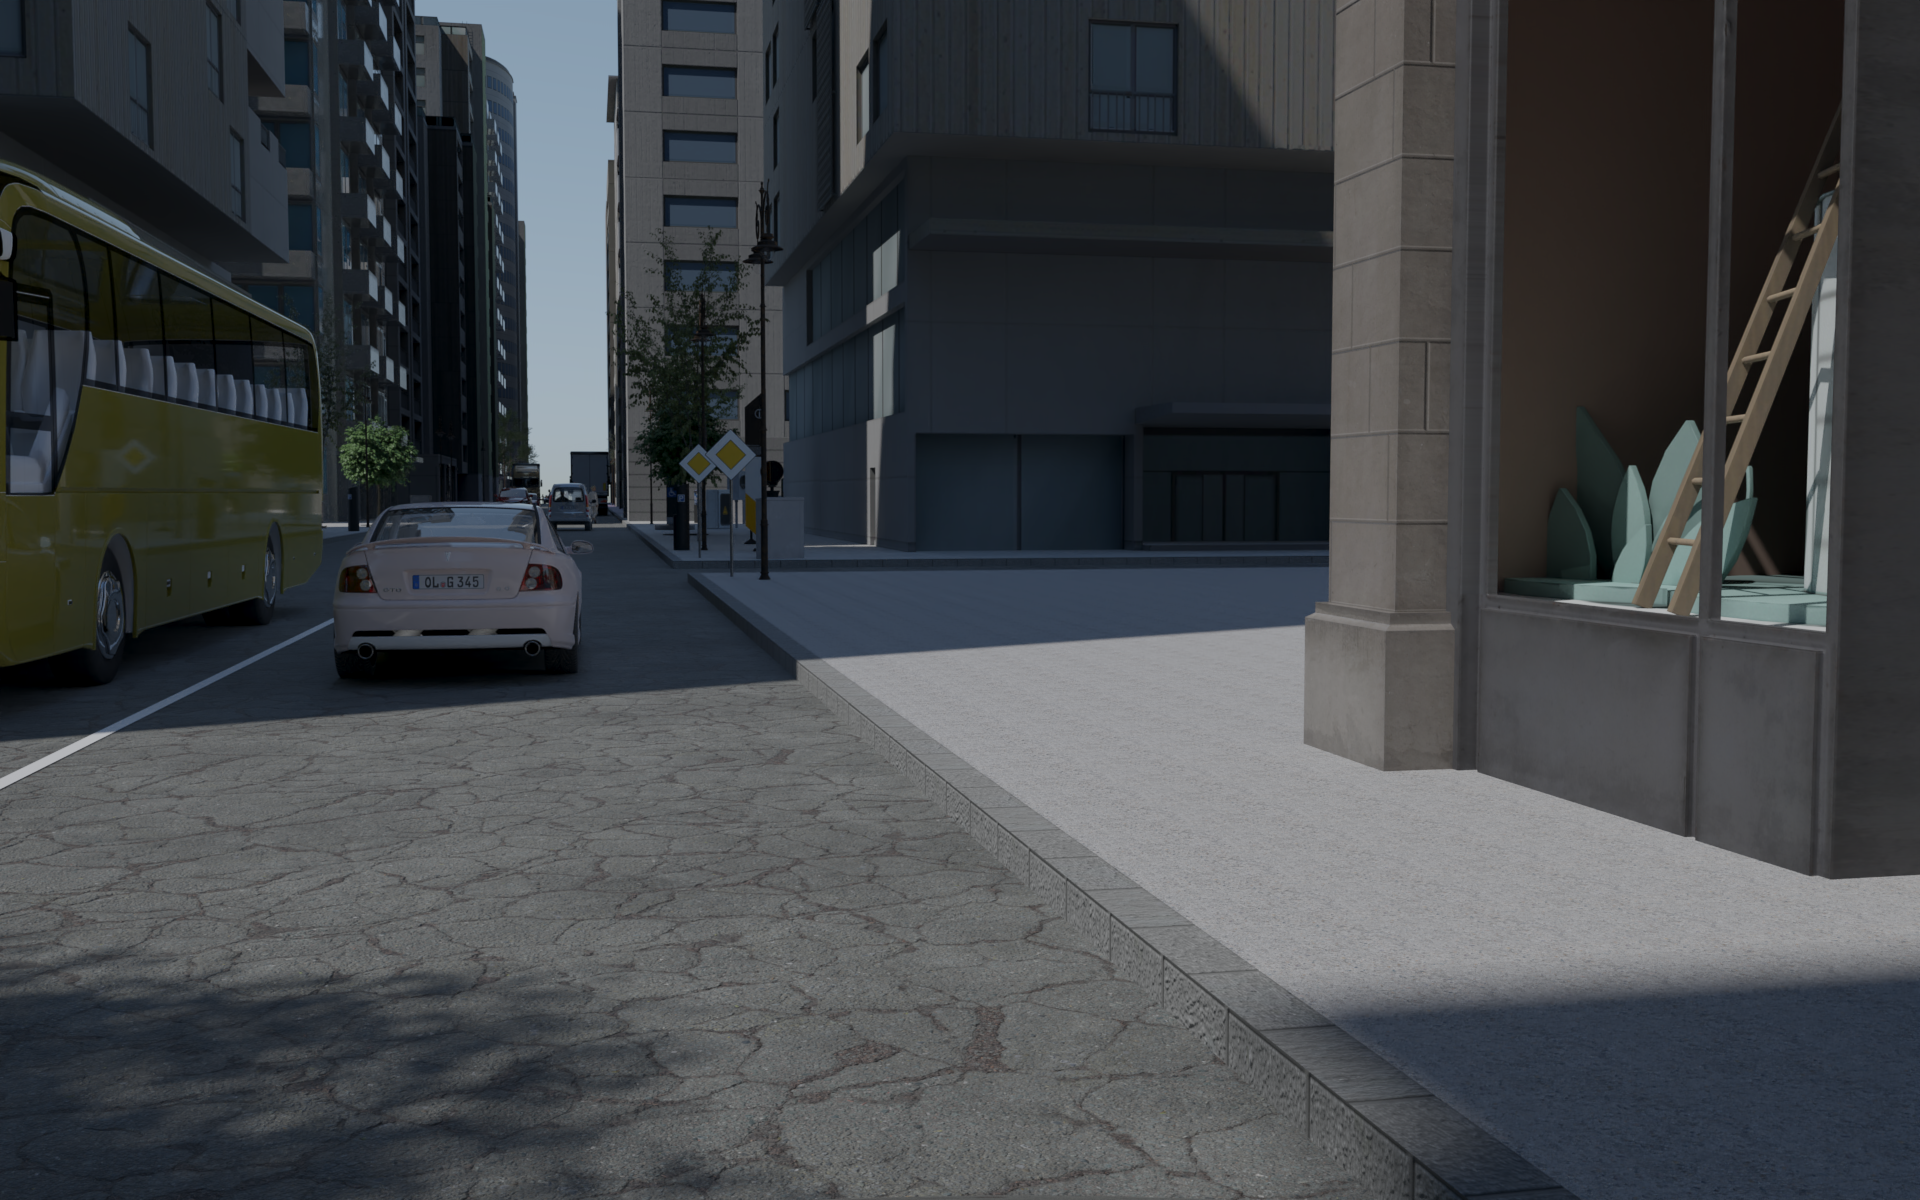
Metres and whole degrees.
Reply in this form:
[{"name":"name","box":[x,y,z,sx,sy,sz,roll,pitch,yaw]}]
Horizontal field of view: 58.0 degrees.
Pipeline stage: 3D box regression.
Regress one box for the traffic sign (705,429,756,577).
[{"name":"traffic sign","box":[-3.546,-1.418,26.827,0.795,2.450,0.064,-1,4,-12]}]

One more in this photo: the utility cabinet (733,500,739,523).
[{"name":"utility cabinet","box":[-9.843,-4.023,76.944,1.020,1.237,0.306,0,4,-4]}]

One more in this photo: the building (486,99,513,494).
[{"name":"building","box":[-64.267,-35.447,199.165,23.786,49.044,30.456,-1,4,-12]}]

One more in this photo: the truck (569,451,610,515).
[{"name":"truck","box":[-25.412,-7.950,118.892,2.839,4.237,11.283,-1,4,-12]}]

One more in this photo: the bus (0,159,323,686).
[{"name":"bus","box":[-8.195,-1.491,15.930,2.896,3.916,12.252,-1,4,-11]}]

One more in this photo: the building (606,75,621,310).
[{"name":"building","box":[-29.233,-38.389,216.894,28.713,52.752,27.495,-1,4,-12]}]

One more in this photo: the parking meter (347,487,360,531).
[{"name":"parking meter","box":[-20.885,-3.132,59.623,0.372,1.533,0.369,0,3,0]}]

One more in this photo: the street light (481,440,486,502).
[{"name":"street light","box":[-38.862,-10.304,141.263,0.468,5.910,1.993,-1,4,-12]}]

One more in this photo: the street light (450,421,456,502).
[{"name":"street light","box":[-31.556,-8.239,107.502,0.468,5.910,1.993,-1,4,-12]}]

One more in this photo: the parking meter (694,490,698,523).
[{"name":"parking meter","box":[-11.589,-4.175,76.677,0.372,1.533,0.369,0,3,0]}]

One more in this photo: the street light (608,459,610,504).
[{"name":"street light","box":[-39.357,-13.658,196.094,0.468,5.910,1.993,-1,4,-12]}]

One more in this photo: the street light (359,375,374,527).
[{"name":"street light","box":[-22.761,-5.726,66.412,0.468,5.910,1.993,-1,4,-12]}]

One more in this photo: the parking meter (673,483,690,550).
[{"name":"parking meter","box":[-6.361,-1.904,39.540,0.372,1.533,0.369,0,3,0]}]

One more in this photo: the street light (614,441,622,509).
[{"name":"street light","box":[-29.248,-10.767,148.833,0.468,5.910,1.993,-1,4,-12]}]

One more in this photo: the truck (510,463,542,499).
[{"name":"truck","box":[-40.053,-10.468,160.068,2.839,4.237,11.283,-1,4,-14]}]

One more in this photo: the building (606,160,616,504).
[{"name":"building","box":[-37.872,-37.722,240.463,21.300,48.544,21.600,-1,4,-12]}]

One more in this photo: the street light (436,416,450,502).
[{"name":"street light","box":[-30.228,-7.835,100.891,0.468,5.910,1.993,-1,4,-12]}]

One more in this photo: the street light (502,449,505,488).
[{"name":"street light","box":[-46.043,-12.371,175.050,0.468,5.910,1.993,-1,4,-12]}]

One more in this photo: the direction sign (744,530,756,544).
[{"name":"direction sign","box":[-5.347,-3.197,44.276,0.379,3.537,0.876,-1,4,-8]}]

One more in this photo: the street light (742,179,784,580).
[{"name":"street light","box":[-2.930,-3.242,25.792,0.468,5.910,1.993,-1,4,-12]}]

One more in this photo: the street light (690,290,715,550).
[{"name":"street light","box":[-5.833,-4.070,39.333,0.468,5.910,1.993,-1,4,-12]}]

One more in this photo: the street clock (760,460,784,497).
[{"name":"street clock","box":[-4.052,-2.005,37.358,0.471,2.002,0.358,-1,4,-19]}]

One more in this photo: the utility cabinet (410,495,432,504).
[{"name":"utility cabinet","box":[-26.890,-4.602,86.411,1.020,1.237,0.306,0,4,6]}]

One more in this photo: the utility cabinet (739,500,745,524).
[{"name":"utility cabinet","box":[-9.122,-3.867,74.383,0.306,1.237,1.020,0,4,4]}]

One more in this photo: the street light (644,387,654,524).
[{"name":"street light","box":[-13.124,-6.162,73.530,0.468,5.910,1.993,-1,4,-12]}]

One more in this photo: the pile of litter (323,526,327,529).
[{"name":"pile of litter","box":[-24.457,-3.108,64.786,1.719,0.858,1.176,2,4,35]}]

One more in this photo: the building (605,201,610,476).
[{"name":"building","box":[-45.541,-37.194,258.233,14.600,45.320,14.200,-1,4,-12]}]

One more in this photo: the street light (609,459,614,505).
[{"name":"street light","box":[-36.416,-12.834,182.623,0.468,5.910,1.993,-1,4,-12]}]

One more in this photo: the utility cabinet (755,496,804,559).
[{"name":"utility cabinet","box":[-3.573,-1.420,34.371,1.020,1.237,0.306,-3,5,-45]}]

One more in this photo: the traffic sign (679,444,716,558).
[{"name":"traffic sign","box":[-5.217,-1.896,34.636,0.795,2.450,0.064,-1,4,-12]}]

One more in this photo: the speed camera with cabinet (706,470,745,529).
[{"name":"speed camera with cabinet","box":[-8.615,-4.273,64.196,0.660,3.252,2.038,2,4,27]}]
